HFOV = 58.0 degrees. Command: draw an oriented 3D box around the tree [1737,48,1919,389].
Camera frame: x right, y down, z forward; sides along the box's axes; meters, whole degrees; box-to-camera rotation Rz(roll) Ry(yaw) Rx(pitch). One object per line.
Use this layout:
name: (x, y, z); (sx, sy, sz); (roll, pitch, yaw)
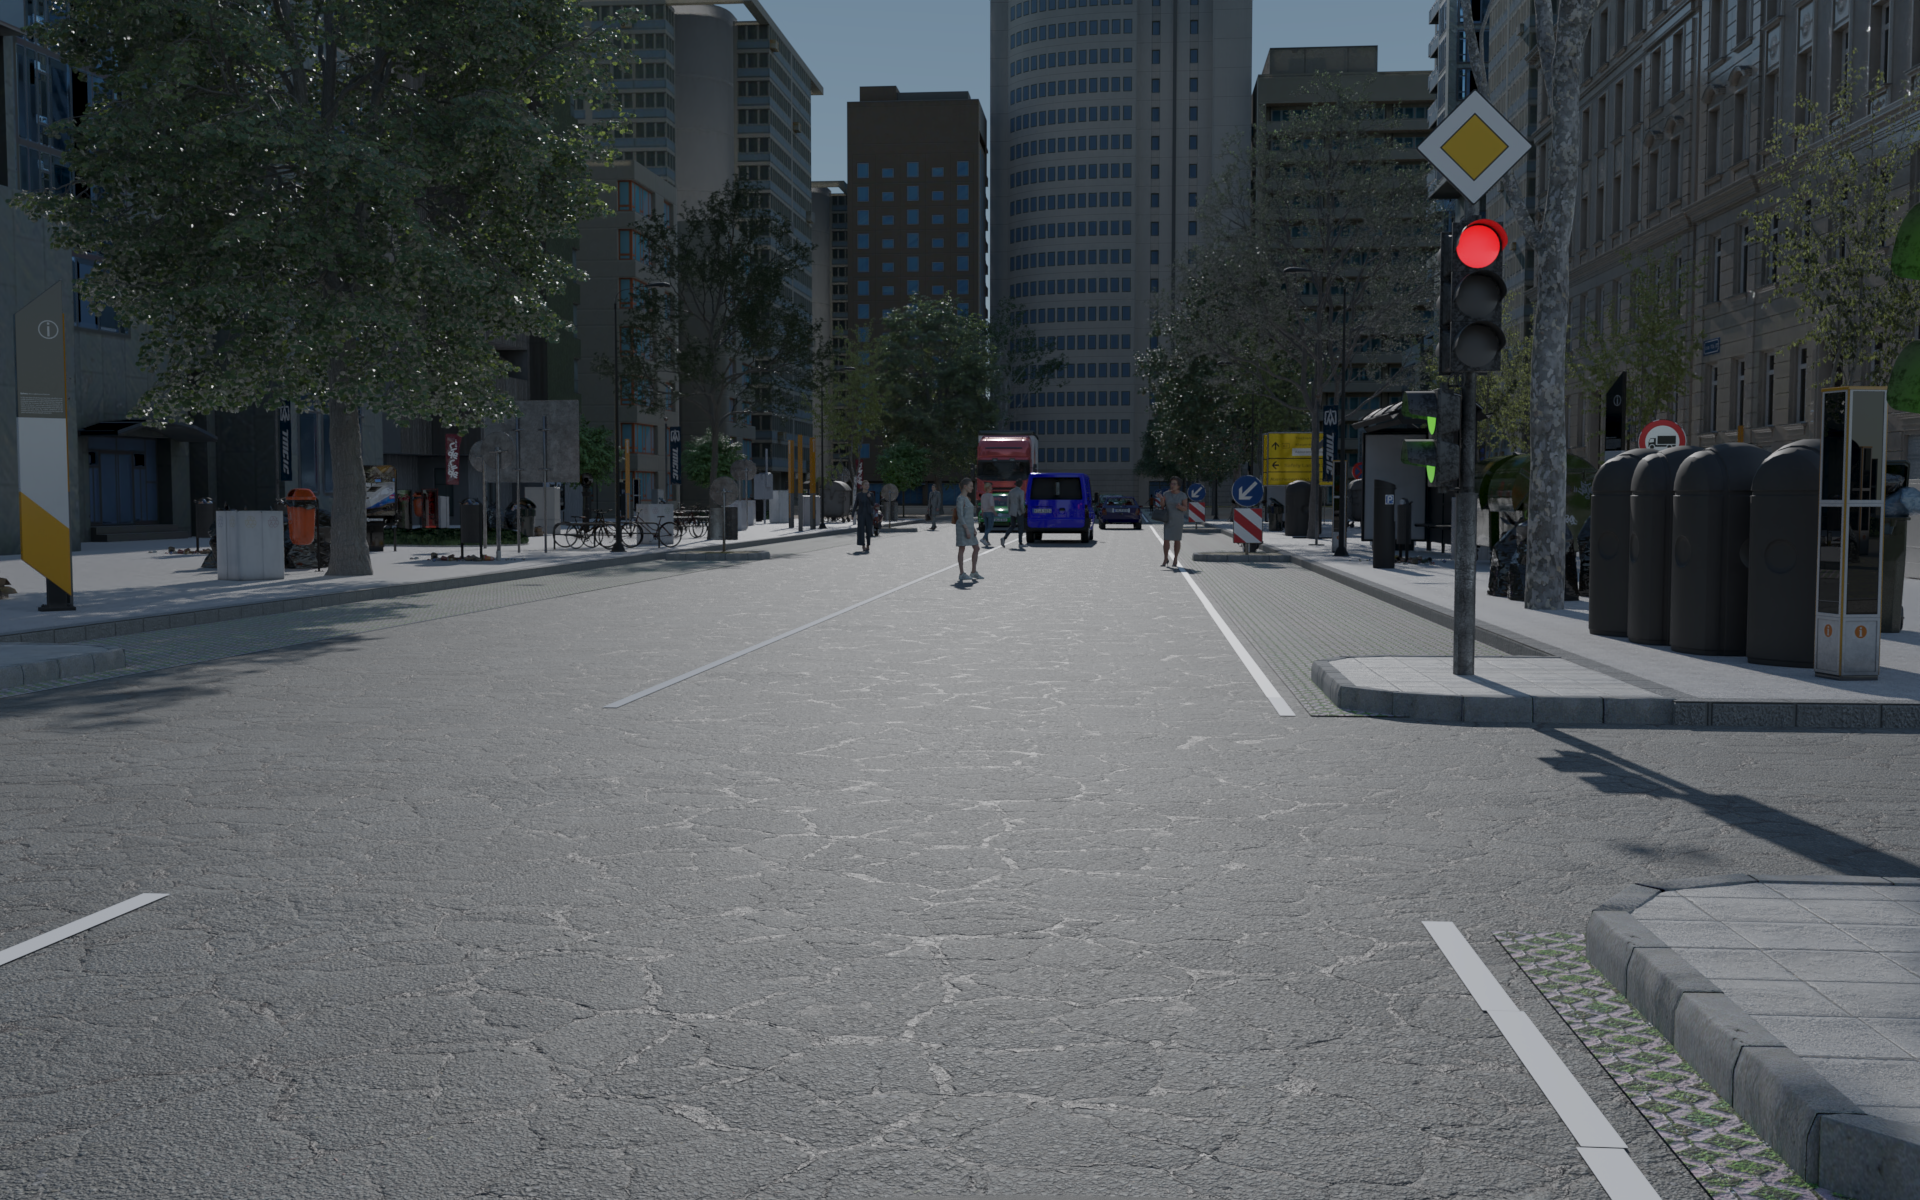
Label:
tree: (15.389, -4.843, 29.538); (4.360, 8.622, 3.978); (0, 3, 0)

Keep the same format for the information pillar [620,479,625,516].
information pillar: (-16.952, -5.050, 87.066); (0.304, 2.012, 0.304); (2, 4, 35)

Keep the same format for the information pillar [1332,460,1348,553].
information pillar: (8.288, -2.036, 37.789); (0.304, 2.012, 0.304); (1, 4, 18)

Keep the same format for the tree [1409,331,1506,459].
tree: (21.406, -7.645, 75.354); (4.737, 8.622, 4.395); (0, 3, 0)

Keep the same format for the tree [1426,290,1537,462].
tree: (17.866, -6.637, 58.878); (4.360, 8.622, 3.978); (0, 3, 0)

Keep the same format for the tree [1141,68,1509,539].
tree: (10.285, -8.503, 49.401); (12.009, 13.543, 11.850); (0, 3, 0)

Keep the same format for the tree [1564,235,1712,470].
tree: (19.644, -6.094, 49.995); (4.737, 8.622, 4.395); (0, 3, 0)

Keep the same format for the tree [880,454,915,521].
tree: (-3.192, -5.450, 83.706); (1.663, 3.219, 1.824); (0, 3, 0)

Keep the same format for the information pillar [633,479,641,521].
information pillar: (-15.395, -4.775, 82.567); (0.304, 2.012, 0.304); (0, 4, 2)

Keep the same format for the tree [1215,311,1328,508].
tree: (12.167, -7.215, 68.328); (4.737, 8.622, 4.395); (0, 3, 0)

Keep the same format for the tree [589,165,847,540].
tree: (-6.667, -6.979, 48.511); (7.601, 10.594, 8.767); (-2, 4, -26)

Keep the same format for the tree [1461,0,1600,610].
tree: (7.449, -10.033, 19.925); (12.611, 20.169, 13.585); (0, 3, 0)

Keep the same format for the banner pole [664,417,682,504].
banner pole: (-9.400, -4.066, 56.503); (0.863, 3.779, 0.401); (2, 4, 31)

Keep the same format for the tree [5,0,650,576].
tree: (-9.681, -7.357, 26.942); (9.857, 13.997, 8.962); (0, 3, 0)

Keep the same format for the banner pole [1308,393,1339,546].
banner pole: (9.063, -3.242, 43.030); (0.401, 3.779, 0.863); (-3, 5, -40)

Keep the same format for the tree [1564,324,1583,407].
tree: (20.809, -6.949, 63.980); (4.360, 8.622, 3.978); (0, 3, 0)

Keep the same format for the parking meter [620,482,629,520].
parking meter: (-16.349, -4.824, 84.581); (0.399, 1.863, 0.255); (2, 4, 24)

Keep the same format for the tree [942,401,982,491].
tree: (0.150, -10.564, 123.090); (4.737, 8.622, 4.395); (0, 3, 0)

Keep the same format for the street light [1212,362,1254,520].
street light: (9.690, -5.387, 60.623); (1.470, 5.913, 1.316); (0, 4, 5)

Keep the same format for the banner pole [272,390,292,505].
banner pole: (-15.931, -3.101, 40.715); (0.863, 3.779, 0.401); (3, 4, 37)

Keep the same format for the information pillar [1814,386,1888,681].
information pillar: (6.159, -0.458, 11.977); (0.304, 2.012, 0.304); (0, 4, -7)

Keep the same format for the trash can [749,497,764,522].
trash can: (-9.424, -4.214, 80.548); (0.748, 1.137, 0.748); (0, 3, 0)

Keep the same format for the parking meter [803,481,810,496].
parking meter: (-6.917, -4.441, 78.321); (0.255, 1.863, 0.399); (1, 4, 19)

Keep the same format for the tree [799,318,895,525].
tree: (-4.507, -7.470, 72.496); (4.737, 8.622, 4.395); (0, 3, 0)

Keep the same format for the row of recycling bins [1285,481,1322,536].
row of recycling bins: (10.745, -2.886, 54.300); (1.069, 1.692, 3.534); (1, 4, 17)

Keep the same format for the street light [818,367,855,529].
street light: (-4.521, -5.565, 63.527); (1.470, 5.913, 1.316); (0, 4, 5)

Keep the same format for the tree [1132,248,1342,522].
tree: (12.659, -9.918, 79.163); (9.611, 12.733, 9.660); (0, 3, 0)

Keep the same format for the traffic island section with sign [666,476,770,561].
traffic island section with sign: (-5.237, -1.793, 37.942); (1.989, 1.847, 2.006); (0, 4, 5)

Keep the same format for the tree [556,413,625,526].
tree: (-15.276, -5.293, 70.252); (4.285, 4.588, 4.351); (0, 3, 0)

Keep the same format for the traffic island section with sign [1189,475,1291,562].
traffic island section with sign: (5.997, -1.741, 37.086); (1.989, 1.847, 2.006); (0, 4, 5)

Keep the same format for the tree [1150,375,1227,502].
tree: (18.350, -12.776, 134.649); (9.928, 11.665, 9.643); (0, 3, 0)

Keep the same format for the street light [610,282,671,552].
street light: (-7.038, -4.014, 38.164); (1.470, 5.913, 1.316); (0, 4, 5)

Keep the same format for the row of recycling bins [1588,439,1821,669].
row of recycling bins: (6.267, -0.445, 14.397); (1.069, 1.692, 3.534); (0, 4, -4)

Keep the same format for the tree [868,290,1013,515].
tree: (-1.395, -12.258, 107.071); (9.857, 13.997, 8.962); (0, 3, 0)

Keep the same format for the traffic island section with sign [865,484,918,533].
traffic island section with sign: (-2.630, -3.444, 64.932); (1.989, 1.847, 2.006); (0, 4, 5)

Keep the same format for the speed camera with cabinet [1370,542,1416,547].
speed camera with cabinet: (11.069, -2.924, 42.151); (2.038, 3.252, 0.660); (0, 4, -8)

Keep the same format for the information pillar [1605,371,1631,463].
information pillar: (12.564, -2.560, 33.219); (0.183, 3.616, 0.504); (-1, 4, -19)

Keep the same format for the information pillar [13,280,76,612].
information pillar: (-9.984, -1.683, 18.869); (0.504, 3.616, 0.183); (-3, 5, -41)

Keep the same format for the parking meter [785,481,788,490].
parking meter: (-7.828, -4.515, 79.536); (0.399, 1.863, 0.255); (0, 4, -7)

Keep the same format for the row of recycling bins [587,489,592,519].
row of recycling bins: (-20.668, -4.995, 88.786); (3.534, 1.692, 1.069); (0, 4, -3)

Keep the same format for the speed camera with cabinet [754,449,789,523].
speed camera with cabinet: (-8.245, -5.016, 76.353); (0.660, 3.252, 2.038); (2, 4, 32)

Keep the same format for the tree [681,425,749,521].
tree: (-11.837, -6.074, 83.017); (4.285, 4.588, 4.351); (0, 3, 0)

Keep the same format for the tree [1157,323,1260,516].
tree: (15.459, -11.293, 102.774); (7.486, 12.596, 7.792); (0, 3, 0)

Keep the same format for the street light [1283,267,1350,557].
street light: (7.319, -3.855, 35.574); (1.470, 5.913, 1.316); (0, 4, 5)

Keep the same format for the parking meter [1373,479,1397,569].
parking meter: (7.330, -1.315, 29.913); (0.372, 1.533, 0.369); (0, 3, 0)

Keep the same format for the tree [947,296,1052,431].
tree: (4.780, -18.823, 163.651); (12.611, 20.169, 13.585); (0, 3, 0)

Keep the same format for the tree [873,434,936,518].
tree: (-2.972, -6.735, 93.825); (4.285, 4.588, 4.351); (0, 3, 0)
